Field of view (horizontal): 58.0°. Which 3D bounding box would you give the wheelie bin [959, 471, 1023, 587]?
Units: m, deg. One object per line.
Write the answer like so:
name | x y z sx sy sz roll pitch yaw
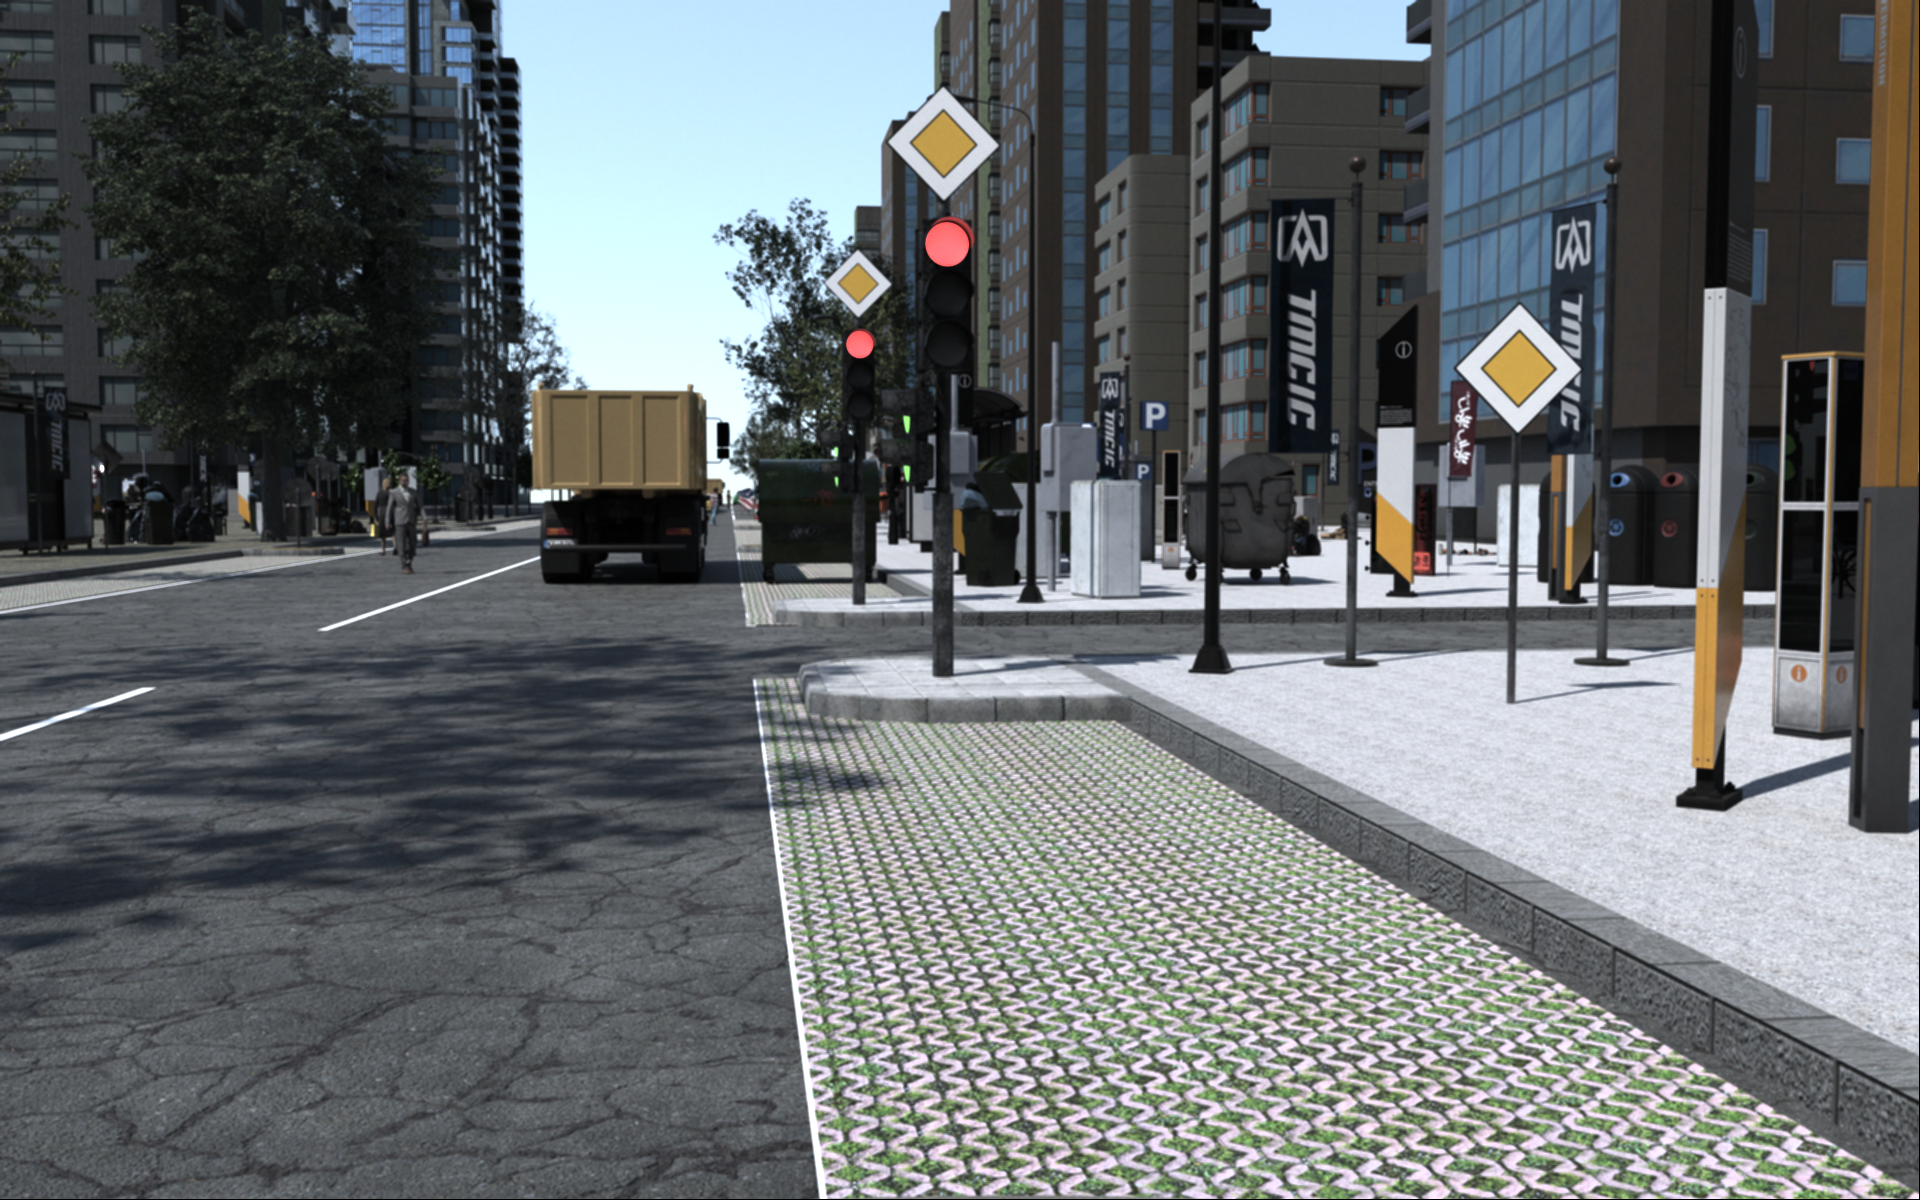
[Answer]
wheelie bin | 0.400 -0.998 24.218 0.980 1.594 0.693 -3 5 -45

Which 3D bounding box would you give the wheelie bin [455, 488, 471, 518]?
wheelie bin | -24.164 -4.665 84.187 0.693 1.594 0.980 -3 4 -38

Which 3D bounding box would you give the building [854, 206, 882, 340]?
building | -8.195 -34.524 248.067 14.154 41.232 14.086 0 4 -8

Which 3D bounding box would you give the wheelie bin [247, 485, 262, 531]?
wheelie bin | -24.092 -3.165 59.658 0.693 1.594 0.980 2 4 26

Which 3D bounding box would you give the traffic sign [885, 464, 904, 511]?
traffic sign | -2.087 -3.472 56.880 0.768 2.556 0.104 0 4 1

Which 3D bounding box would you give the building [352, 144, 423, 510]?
building | -52.677 -22.638 141.834 14.160 30.474 14.107 0 4 -8

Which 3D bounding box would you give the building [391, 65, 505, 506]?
building | -65.568 -35.517 200.313 23.786 49.044 30.456 0 4 -8

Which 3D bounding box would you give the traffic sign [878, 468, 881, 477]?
traffic sign | -3.700 -4.456 72.966 0.768 2.556 0.104 0 4 2

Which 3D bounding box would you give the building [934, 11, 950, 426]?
building | 4.532 -28.635 151.777 14.154 41.232 14.086 0 4 -8

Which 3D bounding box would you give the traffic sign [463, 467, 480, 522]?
traffic sign | -22.577 -4.892 80.090 0.768 2.556 0.104 0 4 -4

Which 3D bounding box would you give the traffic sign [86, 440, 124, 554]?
traffic sign | -18.188 -2.182 36.866 0.795 2.450 0.064 0 4 0

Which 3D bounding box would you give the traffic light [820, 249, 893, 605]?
traffic light | -1.192 -1.901 20.001 0.839 4.253 0.868 0 4 -8

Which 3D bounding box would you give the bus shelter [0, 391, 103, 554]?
bus shelter | -20.551 -3.576 36.098 2.179 5.291 8.768 0 4 -8

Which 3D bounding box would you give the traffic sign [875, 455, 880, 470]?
traffic sign | -2.750 -3.135 51.364 0.768 2.556 0.104 0 4 -1

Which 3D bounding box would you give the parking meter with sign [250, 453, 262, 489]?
parking meter with sign | -29.991 -4.731 73.620 0.543 3.016 1.738 -3 4 -36

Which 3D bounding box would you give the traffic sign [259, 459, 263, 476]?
traffic sign | -23.456 -3.594 58.871 0.768 2.556 0.104 0 4 1

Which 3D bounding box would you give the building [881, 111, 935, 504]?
building | -1.731 -33.878 204.012 14.600 45.320 14.200 0 4 -8

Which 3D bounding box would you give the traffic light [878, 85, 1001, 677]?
traffic light | -0.138 -1.417 12.086 0.839 4.253 0.868 0 4 -8

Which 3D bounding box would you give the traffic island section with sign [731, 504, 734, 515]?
traffic island section with sign | -8.058 -3.723 69.499 1.989 1.847 2.006 0 4 -8

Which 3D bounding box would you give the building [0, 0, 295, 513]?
building | -46.634 -25.279 96.901 14.154 41.232 14.086 0 4 -8

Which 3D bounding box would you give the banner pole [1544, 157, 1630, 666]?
banner pole | 4.753 -1.416 13.174 0.401 3.779 0.863 -2 4 -23

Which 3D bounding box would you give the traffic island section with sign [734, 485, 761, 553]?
traffic island section with sign | -4.506 -2.089 42.778 1.989 1.847 2.006 0 4 -8

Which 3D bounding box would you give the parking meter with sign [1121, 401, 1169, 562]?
parking meter with sign | 3.423 -2.269 33.353 0.543 3.016 1.738 -1 4 -16

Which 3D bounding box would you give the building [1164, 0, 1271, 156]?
building | 10.446 -28.060 108.894 14.600 45.320 14.200 0 4 -8

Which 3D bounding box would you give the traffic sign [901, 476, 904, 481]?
traffic sign | -2.653 -4.442 72.629 0.884 2.594 0.081 0 3 0

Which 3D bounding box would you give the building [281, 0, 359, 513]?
building | -54.138 -30.488 118.092 23.786 49.044 30.456 0 4 -8

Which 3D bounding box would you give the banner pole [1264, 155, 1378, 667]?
banner pole | 2.711 -1.403 12.951 0.863 3.779 0.401 1 4 9

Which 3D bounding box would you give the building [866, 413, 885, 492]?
building | 1.453 -23.442 228.308 27.650 21.520 28.899 0 4 -8

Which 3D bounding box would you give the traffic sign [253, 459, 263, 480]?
traffic sign | -25.368 -3.851 63.078 0.768 2.556 0.104 0 4 0

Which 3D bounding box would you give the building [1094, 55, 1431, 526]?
building | 23.150 -14.656 84.660 27.650 21.520 28.899 0 4 -8

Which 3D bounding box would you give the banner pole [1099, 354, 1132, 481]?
banner pole | 2.819 -2.518 31.184 0.863 3.779 0.401 3 5 45

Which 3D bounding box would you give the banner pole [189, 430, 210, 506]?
banner pole | -29.305 -4.689 66.690 0.863 3.779 0.401 -1 4 -20

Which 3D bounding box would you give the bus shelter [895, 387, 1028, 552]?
bus shelter | -0.005 -2.549 35.593 2.014 3.302 5.546 0 4 -8

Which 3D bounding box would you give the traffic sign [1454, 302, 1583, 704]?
traffic sign | 3.372 -0.572 10.538 0.795 2.450 0.064 0 4 -4

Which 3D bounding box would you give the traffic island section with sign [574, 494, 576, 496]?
traffic island section with sign | -25.843 -6.673 117.737 1.989 1.847 2.006 0 4 -8

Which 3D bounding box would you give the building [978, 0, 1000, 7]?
building | 8.088 -26.890 123.250 14.154 41.232 14.086 0 4 -8

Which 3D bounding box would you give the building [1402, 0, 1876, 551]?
building | 20.432 -23.976 42.114 14.200 45.320 14.600 0 4 -8

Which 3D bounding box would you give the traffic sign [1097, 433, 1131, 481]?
traffic sign | 3.041 -2.124 34.839 0.768 2.556 0.104 0 4 -5

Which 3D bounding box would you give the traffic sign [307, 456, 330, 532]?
traffic sign | -21.281 -3.508 57.457 0.768 2.556 0.104 0 4 0

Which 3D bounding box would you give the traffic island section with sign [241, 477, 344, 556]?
traffic island section with sign | -15.583 -1.956 40.601 1.989 1.847 2.006 0 4 -8

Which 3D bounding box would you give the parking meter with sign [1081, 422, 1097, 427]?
parking meter with sign | 2.460 -2.785 41.803 1.738 3.016 0.543 -3 4 -36

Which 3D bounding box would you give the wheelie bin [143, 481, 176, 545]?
wheelie bin | -20.184 -2.185 43.637 0.693 1.594 0.980 -3 4 -36

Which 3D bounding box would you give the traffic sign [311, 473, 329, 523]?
traffic sign | -24.095 -3.975 65.099 0.768 2.556 0.104 0 4 2

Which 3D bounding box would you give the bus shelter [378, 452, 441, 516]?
bus shelter | -27.300 -5.639 86.118 2.014 3.302 5.546 0 4 -7

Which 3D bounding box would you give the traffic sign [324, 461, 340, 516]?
traffic sign | -24.331 -4.083 66.857 0.768 2.556 0.104 0 4 -7

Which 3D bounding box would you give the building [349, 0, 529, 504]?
building | -68.789 -56.086 229.682 22.319 86.520 31.000 0 4 -8

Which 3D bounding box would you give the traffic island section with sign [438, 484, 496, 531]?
traffic island section with sign | -19.134 -3.591 67.337 1.989 1.847 2.006 0 4 -8

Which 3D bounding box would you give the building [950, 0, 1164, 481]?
building | 6.944 -29.792 137.213 14.600 45.320 14.200 0 4 -8
